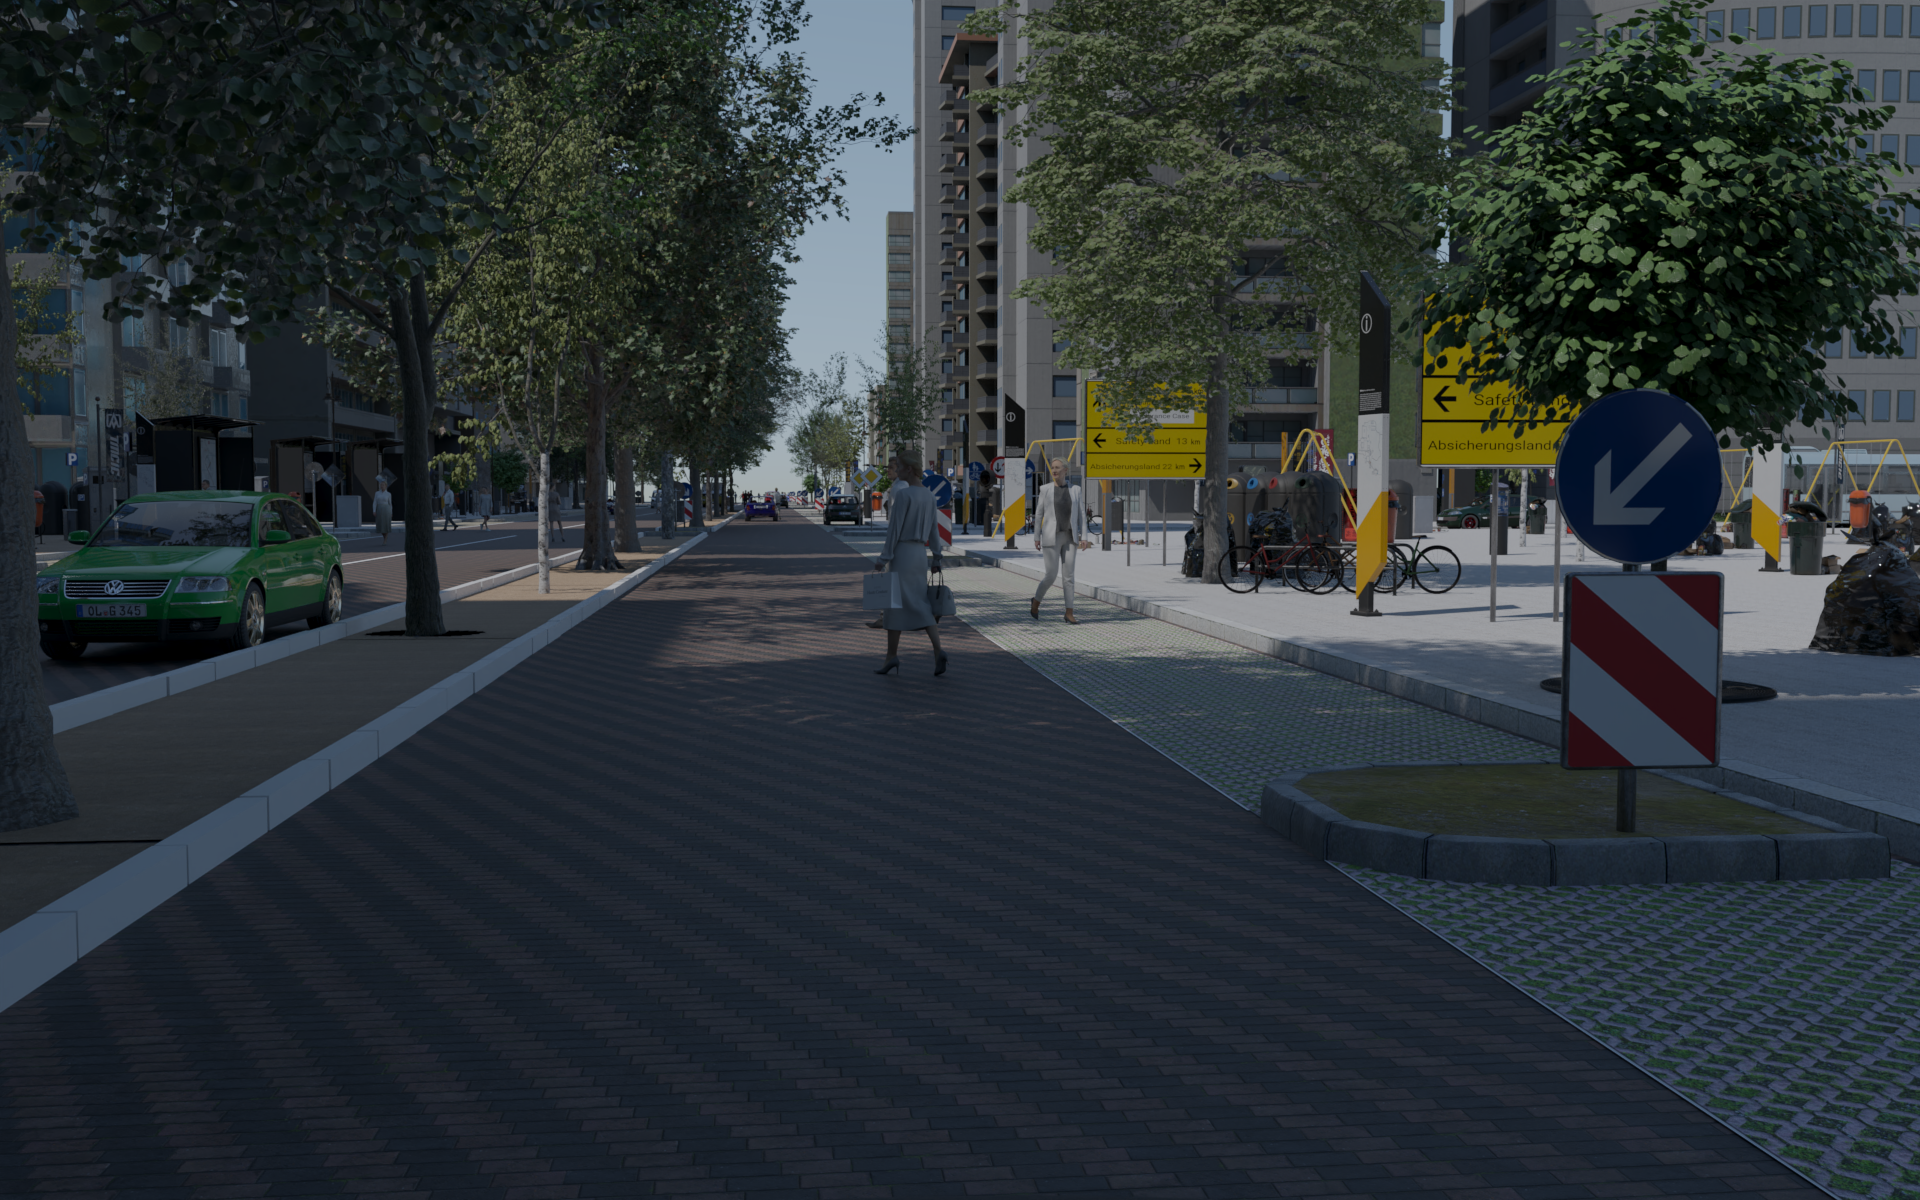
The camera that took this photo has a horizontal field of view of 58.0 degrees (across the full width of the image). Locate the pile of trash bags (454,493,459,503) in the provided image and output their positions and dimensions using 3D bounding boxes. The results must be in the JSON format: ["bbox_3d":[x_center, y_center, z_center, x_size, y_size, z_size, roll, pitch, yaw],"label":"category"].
[{"bbox_3d":[-39.087,-7.842,137.971,3.447,1.369,1.912,2,4,31],"label":"pile of trash bags"}]

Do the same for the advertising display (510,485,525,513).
[{"bbox_3d":[-30.161,-6.896,117.961,0.974,1.923,0.123,-1,4,-15],"label":"advertising display"}]

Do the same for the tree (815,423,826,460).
[{"bbox_3d":[-7.965,-10.550,122.860,4.737,8.622,4.395,0,3,0],"label":"tree"}]

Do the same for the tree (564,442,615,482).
[{"bbox_3d":[-36.624,-15.409,170.058,7.486,12.596,7.792,0,3,0],"label":"tree"}]

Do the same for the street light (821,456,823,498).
[{"bbox_3d":[-14.284,-12.664,179.847,0.468,5.910,1.993,0,4,-6],"label":"street light"}]

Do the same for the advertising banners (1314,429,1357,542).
[{"bbox_3d":[10.479,-3.058,46.194,2.074,3.025,0.090,1,4,17],"label":"advertising banners"}]

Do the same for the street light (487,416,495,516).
[{"bbox_3d":[-27.902,-7.985,103.335,0.468,5.910,1.993,0,4,-6],"label":"street light"}]

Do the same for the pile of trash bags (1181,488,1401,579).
[{"bbox_3d":[5.101,-1.055,27.007,3.447,1.369,1.912,1,4,16],"label":"pile of trash bags"}]

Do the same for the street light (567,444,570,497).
[{"bbox_3d":[-32.099,-10.338,141.815,0.468,5.910,1.993,0,4,-6],"label":"street light"}]

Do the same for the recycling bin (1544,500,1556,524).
[{"bbox_3d":[25.203,-3.751,73.890,0.722,1.027,0.722,1,4,9],"label":"recycling bin"}]

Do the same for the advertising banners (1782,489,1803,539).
[{"bbox_3d":[23.850,-3.291,49.991,0.090,3.025,2.074,0,4,3],"label":"advertising banners"}]

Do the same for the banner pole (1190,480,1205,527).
[{"bbox_3d":[9.433,-4.785,68.246,0.401,3.779,0.863,-3,4,-37],"label":"banner pole"}]

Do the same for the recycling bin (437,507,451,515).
[{"bbox_3d":[-31.730,-5.748,106.535,0.722,1.027,0.722,-2,4,-29],"label":"recycling bin"}]

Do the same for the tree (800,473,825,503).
[{"bbox_3d":[-20.600,-15.734,240.960,4.285,4.588,4.351,0,3,0],"label":"tree"}]

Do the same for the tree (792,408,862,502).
[{"bbox_3d":[-14.448,-15.426,186.626,8.767,10.594,7.601,-2,4,-34],"label":"tree"}]

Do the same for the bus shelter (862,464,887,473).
[{"bbox_3d":[-6.694,-8.913,137.012,1.731,3.624,6.357,0,4,-6],"label":"bus shelter"}]

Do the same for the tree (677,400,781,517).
[{"bbox_3d":[-14.846,-11.342,106.021,7.486,12.596,7.792,0,3,0],"label":"tree"}]

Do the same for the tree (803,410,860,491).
[{"bbox_3d":[-11.339,-12.670,157.508,4.360,8.622,3.978,0,3,0],"label":"tree"}]

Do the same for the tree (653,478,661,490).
[{"bbox_3d":[-45.804,-17.318,266.860,4.285,4.588,4.351,0,3,0],"label":"tree"}]

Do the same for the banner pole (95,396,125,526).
[{"bbox_3d":[-21.921,-3.339,44.617,0.401,3.779,0.863,3,5,42],"label":"banner pole"}]

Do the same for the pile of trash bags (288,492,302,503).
[{"bbox_3d":[-26.123,-3.464,66.389,1.912,1.369,3.447,0,4,2],"label":"pile of trash bags"}]

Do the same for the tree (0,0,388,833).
[{"bbox_3d":[-4.202,-5.987,6.997,9.857,13.997,8.962,0,3,0],"label":"tree"}]

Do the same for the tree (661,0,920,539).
[{"bbox_3d":[-7.892,-11.920,53.240,12.611,20.169,13.585,0,3,0],"label":"tree"}]

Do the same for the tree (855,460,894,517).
[{"bbox_3d":[-4.542,-6.310,97.768,1.663,3.219,1.824,0,3,0],"label":"tree"}]

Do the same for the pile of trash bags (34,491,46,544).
[{"bbox_3d":[-24.967,-2.128,44.550,3.447,1.369,1.912,1,4,17],"label":"pile of trash bags"}]

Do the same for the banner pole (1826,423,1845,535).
[{"bbox_3d":[27.641,-3.945,54.524,0.401,3.779,0.863,0,4,5],"label":"banner pole"}]

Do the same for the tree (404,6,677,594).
[{"bbox_3d":[-6.011,-4.399,24.744,4.737,8.622,4.395,0,3,0],"label":"tree"}]

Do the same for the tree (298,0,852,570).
[{"bbox_3d":[-6.850,-6.903,32.328,9.611,12.733,9.660,0,3,0],"label":"tree"}]

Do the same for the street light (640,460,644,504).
[{"bbox_3d":[-41.095,-15.369,224.072,0.468,5.910,1.993,0,4,-6],"label":"street light"}]

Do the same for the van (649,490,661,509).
[{"bbox_3d":[-30.102,-10.176,173.392,2.013,2.044,4.112,-1,4,-8],"label":"van"}]

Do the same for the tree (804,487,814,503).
[{"bbox_3d":[-21.956,-15.899,254.545,1.663,3.219,1.824,0,3,0],"label":"tree"}]

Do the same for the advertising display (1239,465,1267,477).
[{"bbox_3d":[6.588,-2.067,39.005,0.123,1.923,0.974,3,5,43],"label":"advertising display"}]

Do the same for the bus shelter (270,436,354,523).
[{"bbox_3d":[-27.257,-4.983,72.762,1.731,3.624,6.357,0,4,-6],"label":"bus shelter"}]

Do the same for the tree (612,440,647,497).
[{"bbox_3d":[-39.044,-15.987,195.804,8.767,10.594,7.601,0,4,6],"label":"tree"}]

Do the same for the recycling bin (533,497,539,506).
[{"bbox_3d":[-33.420,-7.637,137.425,0.722,1.027,0.722,-3,5,-42],"label":"recycling bin"}]

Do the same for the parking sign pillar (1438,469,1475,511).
[{"bbox_3d":[21.354,-5.242,74.173,1.447,3.967,1.447,0,4,4],"label":"parking sign pillar"}]

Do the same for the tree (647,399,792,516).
[{"bbox_3d":[-15.736,-10.841,114.126,8.767,10.594,7.601,0,4,-6],"label":"tree"}]

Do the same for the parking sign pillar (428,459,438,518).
[{"bbox_3d":[-29.139,-6.465,94.181,1.447,3.967,1.447,1,4,15],"label":"parking sign pillar"}]

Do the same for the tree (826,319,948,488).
[{"bbox_3d":[-2.305,-7.433,71.891,4.737,8.622,4.395,0,3,0],"label":"tree"}]

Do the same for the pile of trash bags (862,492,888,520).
[{"bbox_3d":[-3.071,-4.572,84.504,3.447,1.369,1.912,3,5,42],"label":"pile of trash bags"}]

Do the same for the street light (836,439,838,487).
[{"bbox_3d":[-10.074,-10.312,141.385,0.468,5.910,1.993,0,4,-6],"label":"street light"}]

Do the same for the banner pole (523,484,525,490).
[{"bbox_3d":[-34.769,-8.983,136.892,0.863,3.779,0.401,1,4,17],"label":"banner pole"}]

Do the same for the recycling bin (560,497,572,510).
[{"bbox_3d":[-31.643,-7.740,139.096,0.722,1.027,0.722,-3,5,-45],"label":"recycling bin"}]

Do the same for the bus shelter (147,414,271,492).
[{"bbox_3d":[-23.291,-3.820,53.736,1.731,3.624,6.357,0,4,-6],"label":"bus shelter"}]

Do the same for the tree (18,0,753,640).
[{"bbox_3d":[-5.527,-5.445,17.242,9.928,11.665,9.643,0,3,0],"label":"tree"}]

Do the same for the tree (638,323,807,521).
[{"bbox_3d":[-13.179,-10.854,90.289,12.009,13.543,11.850,0,3,0],"label":"tree"}]

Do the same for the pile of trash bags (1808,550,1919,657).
[{"bbox_3d":[8.851,-0.268,14.134,3.447,1.369,1.912,-1,4,-21],"label":"pile of trash bags"}]

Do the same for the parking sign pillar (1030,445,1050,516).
[{"bbox_3d":[4.598,-6.533,95.284,1.447,3.967,1.447,0,4,-6],"label":"parking sign pillar"}]

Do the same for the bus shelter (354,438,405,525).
[{"bbox_3d":[-25.302,-5.174,75.877,1.731,3.624,6.357,0,4,-6],"label":"bus shelter"}]

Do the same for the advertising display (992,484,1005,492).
[{"bbox_3d":[2.602,-6.588,112.923,0.974,1.923,0.123,0,4,1],"label":"advertising display"}]

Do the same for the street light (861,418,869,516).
[{"bbox_3d":[-5.722,-7.988,103.383,0.468,5.910,1.993,0,4,-6],"label":"street light"}]

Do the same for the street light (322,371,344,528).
[{"bbox_3d":[-23.604,-5.660,65.328,0.468,5.910,1.993,0,4,-6],"label":"street light"}]

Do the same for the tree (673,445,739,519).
[{"bbox_3d":[-14.224,-8.929,98.804,4.360,8.622,3.978,0,3,0],"label":"tree"}]
